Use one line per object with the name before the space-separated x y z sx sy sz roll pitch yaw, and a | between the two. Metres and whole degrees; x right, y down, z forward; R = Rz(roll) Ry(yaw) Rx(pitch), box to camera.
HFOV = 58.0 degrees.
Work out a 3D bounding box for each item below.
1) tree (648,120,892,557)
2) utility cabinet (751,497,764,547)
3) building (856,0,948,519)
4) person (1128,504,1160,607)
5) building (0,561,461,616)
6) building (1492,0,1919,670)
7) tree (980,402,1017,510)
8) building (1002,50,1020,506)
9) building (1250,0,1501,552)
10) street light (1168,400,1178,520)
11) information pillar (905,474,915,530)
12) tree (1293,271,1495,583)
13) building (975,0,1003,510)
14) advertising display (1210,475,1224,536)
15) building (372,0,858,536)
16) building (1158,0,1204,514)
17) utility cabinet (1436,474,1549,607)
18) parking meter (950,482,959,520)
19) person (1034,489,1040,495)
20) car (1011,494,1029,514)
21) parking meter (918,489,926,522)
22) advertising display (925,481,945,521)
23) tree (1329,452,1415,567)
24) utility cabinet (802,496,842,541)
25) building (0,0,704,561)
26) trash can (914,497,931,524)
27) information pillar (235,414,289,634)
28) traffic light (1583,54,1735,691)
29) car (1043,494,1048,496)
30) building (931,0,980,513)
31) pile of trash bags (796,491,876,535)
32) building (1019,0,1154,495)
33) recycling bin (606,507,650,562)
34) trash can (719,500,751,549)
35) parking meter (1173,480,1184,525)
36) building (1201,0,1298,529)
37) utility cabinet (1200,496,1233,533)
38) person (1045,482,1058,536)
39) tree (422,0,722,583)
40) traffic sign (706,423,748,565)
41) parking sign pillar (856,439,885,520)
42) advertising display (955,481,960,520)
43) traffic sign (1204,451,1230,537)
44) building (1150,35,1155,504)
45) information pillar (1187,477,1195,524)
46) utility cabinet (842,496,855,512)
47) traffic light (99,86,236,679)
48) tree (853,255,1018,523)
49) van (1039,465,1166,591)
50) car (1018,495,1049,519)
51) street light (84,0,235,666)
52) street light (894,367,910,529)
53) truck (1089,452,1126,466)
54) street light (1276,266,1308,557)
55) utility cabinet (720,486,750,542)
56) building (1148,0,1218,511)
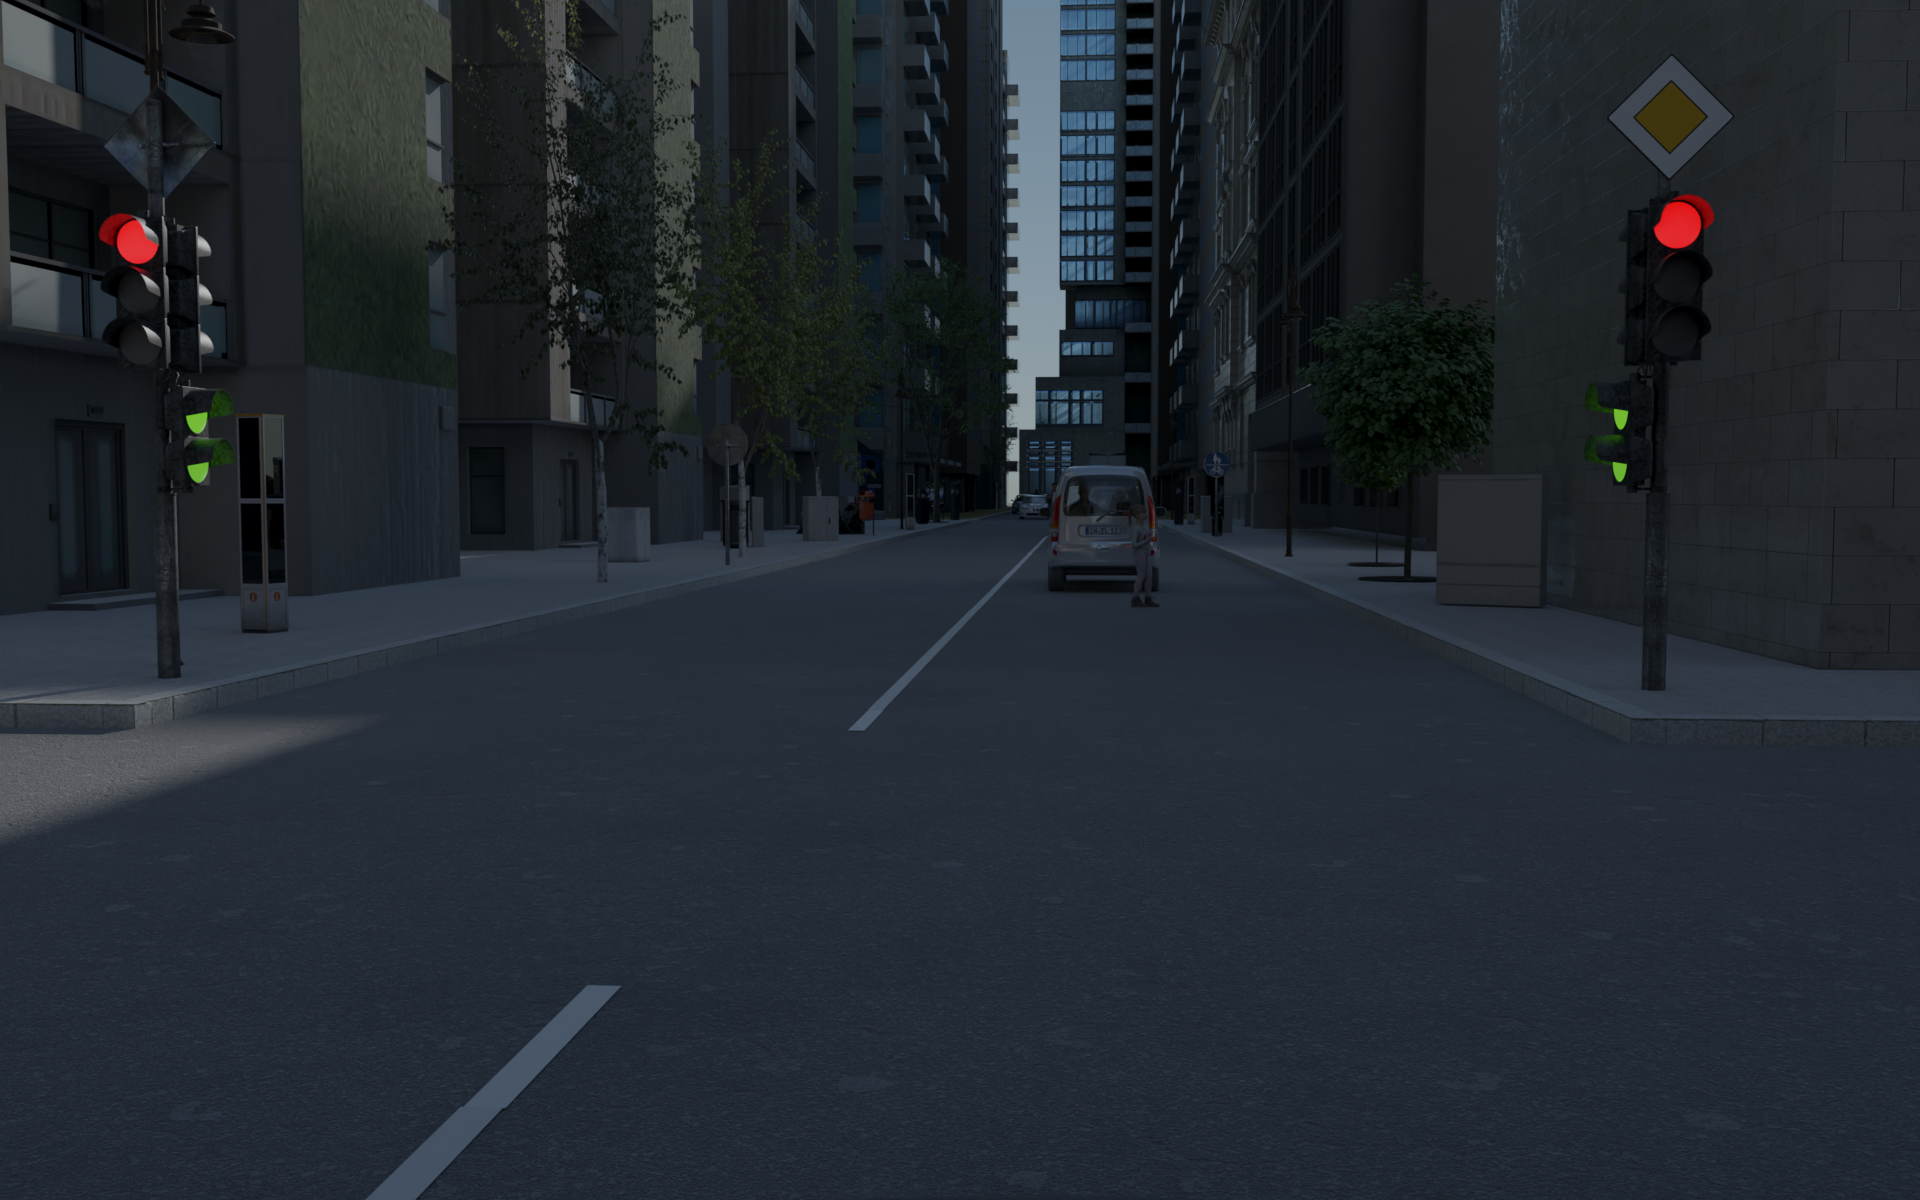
tree | -4.188 -5.168 34.861 4.737 8.622 4.395 0 3 0
utility cabinet | -4.931 -1.901 42.239 0.306 1.237 1.020 0 4 -7
building | -12.403 -29.530 102.425 23.786 49.044 30.456 0 4 4
person | 2.334 -0.560 21.930 0.394 1.301 0.425 1 4 18
building | -15.255 -20.533 19.316 14.154 41.232 14.086 0 4 4
building | 15.041 -9.897 16.574 16.860 20.320 10.420 0 4 4
tree | 2.722 -11.366 136.200 4.360 8.622 3.978 0 3 0
building | -8.904 -34.478 183.325 30.456 49.044 23.786 0 4 4
building | 16.594 -15.643 49.272 14.314 27.812 24.014 0 4 4
street light | 10.489 -6.888 85.407 0.468 5.910 1.993 0 4 4
information pillar | -1.800 -3.522 62.075 0.304 2.012 0.304 -1 4 -10
tree | 6.588 -2.565 25.652 4.285 4.588 4.351 0 3 0
building | -6.982 -43.589 150.926 20.611 71.187 20.563 0 4 4
advertising display | 7.900 -2.933 53.167 0.123 1.923 0.974 2 4 27
building | -11.686 -23.221 63.261 14.154 41.232 14.086 0 4 4
building | 25.729 -30.371 116.174 23.786 49.044 30.456 0 4 4
utility cabinet | 6.073 -0.678 19.772 1.173 1.500 0.318 2 4 32
parking meter | -0.269 -4.864 85.245 0.255 1.863 0.399 -3 5 -42
person | 6.643 -8.725 150.785 1.348 1.869 0.705 3 4 38
car | 4.664 -6.865 124.245 2.014 1.417 4.499 0 4 4
parking meter | -1.750 -4.368 79.833 0.372 1.533 0.369 0 3 0
advertising display | -1.207 -4.810 83.858 0.974 1.923 0.123 1 4 21
tree | 7.562 -2.218 30.870 1.663 3.219 1.824 0 3 0
utility cabinet | -3.794 -2.207 47.248 1.020 1.237 0.306 -3 5 -39
building | -14.751 -21.883 41.383 14.154 41.232 14.086 0 4 4
trash can | -1.594 -3.794 73.682 0.748 1.137 0.748 0 3 0
information pillar | -6.451 -0.705 16.019 0.304 2.012 0.304 1 4 19
traffic light | 4.531 -1.366 11.247 0.839 4.253 0.868 0 4 4
car | 7.099 -7.771 136.849 2.009 1.686 4.222 0 4 6
building | -5.863 -29.045 124.998 14.600 45.320 14.200 0 4 4
pile of trash bags | -3.708 -2.761 54.901 1.912 1.369 3.447 -3 4 -36
building | 22.147 -53.033 179.765 31.000 86.520 22.319 0 4 4
recycling bin | -6.323 -1.240 32.836 0.722 1.027 0.722 1 4 9
trash can | -5.301 -1.789 40.907 0.748 1.137 0.748 0 3 0
parking meter | 9.120 -4.070 72.253 0.399 1.863 0.255 1 4 18
building | 17.865 -17.516 73.780 14.401 28.519 23.554 0 4 4
utility cabinet | 8.470 -2.814 57.166 1.020 1.237 0.306 -1 4 -11
person | 3.183 -2.980 57.213 0.794 1.824 0.713 2 4 32
tree | -5.243 -4.544 24.657 4.360 8.622 3.978 0 3 0
traffic sign | -4.195 -1.901 31.191 0.768 2.556 0.104 0 4 6
parking sign pillar | -4.445 -5.943 85.642 1.447 3.967 1.447 -2 4 -24
advertising display | -0.121 -4.942 86.022 0.123 1.923 0.974 -1 4 -10
traffic sign | 7.664 -3.156 51.700 0.768 2.556 0.104 1 4 11
building | 23.935 -28.713 153.048 14.154 41.232 14.086 0 4 4
information pillar | 9.783 -4.208 73.296 0.304 2.012 0.304 0 4 4
utility cabinet | -3.900 -3.003 60.255 0.306 1.237 1.020 -1 4 -19
traffic light | -5.504 -1.410 11.974 0.839 4.253 0.868 0 4 4
tree | -1.168 -9.247 76.938 9.928 11.665 9.643 0 3 0
van | 2.216 -1.216 26.900 2.013 2.044 4.112 0 4 4
car | 4.354 -5.336 99.608 2.083 1.381 4.827 0 4 3
street light | -5.904 -2.446 12.772 0.468 5.910 1.993 0 4 4
street light | -2.131 -5.539 63.358 0.468 5.910 1.993 0 4 4
truck | 10.344 -8.082 121.059 2.839 4.237 11.283 0 4 5
street light | 6.746 -3.826 35.337 0.468 5.910 1.993 0 4 4
utility cabinet | -6.004 -2.289 46.096 0.318 1.500 1.173 -2 4 -34
building | 22.628 -29.893 138.865 14.600 45.320 14.200 0 4 4
